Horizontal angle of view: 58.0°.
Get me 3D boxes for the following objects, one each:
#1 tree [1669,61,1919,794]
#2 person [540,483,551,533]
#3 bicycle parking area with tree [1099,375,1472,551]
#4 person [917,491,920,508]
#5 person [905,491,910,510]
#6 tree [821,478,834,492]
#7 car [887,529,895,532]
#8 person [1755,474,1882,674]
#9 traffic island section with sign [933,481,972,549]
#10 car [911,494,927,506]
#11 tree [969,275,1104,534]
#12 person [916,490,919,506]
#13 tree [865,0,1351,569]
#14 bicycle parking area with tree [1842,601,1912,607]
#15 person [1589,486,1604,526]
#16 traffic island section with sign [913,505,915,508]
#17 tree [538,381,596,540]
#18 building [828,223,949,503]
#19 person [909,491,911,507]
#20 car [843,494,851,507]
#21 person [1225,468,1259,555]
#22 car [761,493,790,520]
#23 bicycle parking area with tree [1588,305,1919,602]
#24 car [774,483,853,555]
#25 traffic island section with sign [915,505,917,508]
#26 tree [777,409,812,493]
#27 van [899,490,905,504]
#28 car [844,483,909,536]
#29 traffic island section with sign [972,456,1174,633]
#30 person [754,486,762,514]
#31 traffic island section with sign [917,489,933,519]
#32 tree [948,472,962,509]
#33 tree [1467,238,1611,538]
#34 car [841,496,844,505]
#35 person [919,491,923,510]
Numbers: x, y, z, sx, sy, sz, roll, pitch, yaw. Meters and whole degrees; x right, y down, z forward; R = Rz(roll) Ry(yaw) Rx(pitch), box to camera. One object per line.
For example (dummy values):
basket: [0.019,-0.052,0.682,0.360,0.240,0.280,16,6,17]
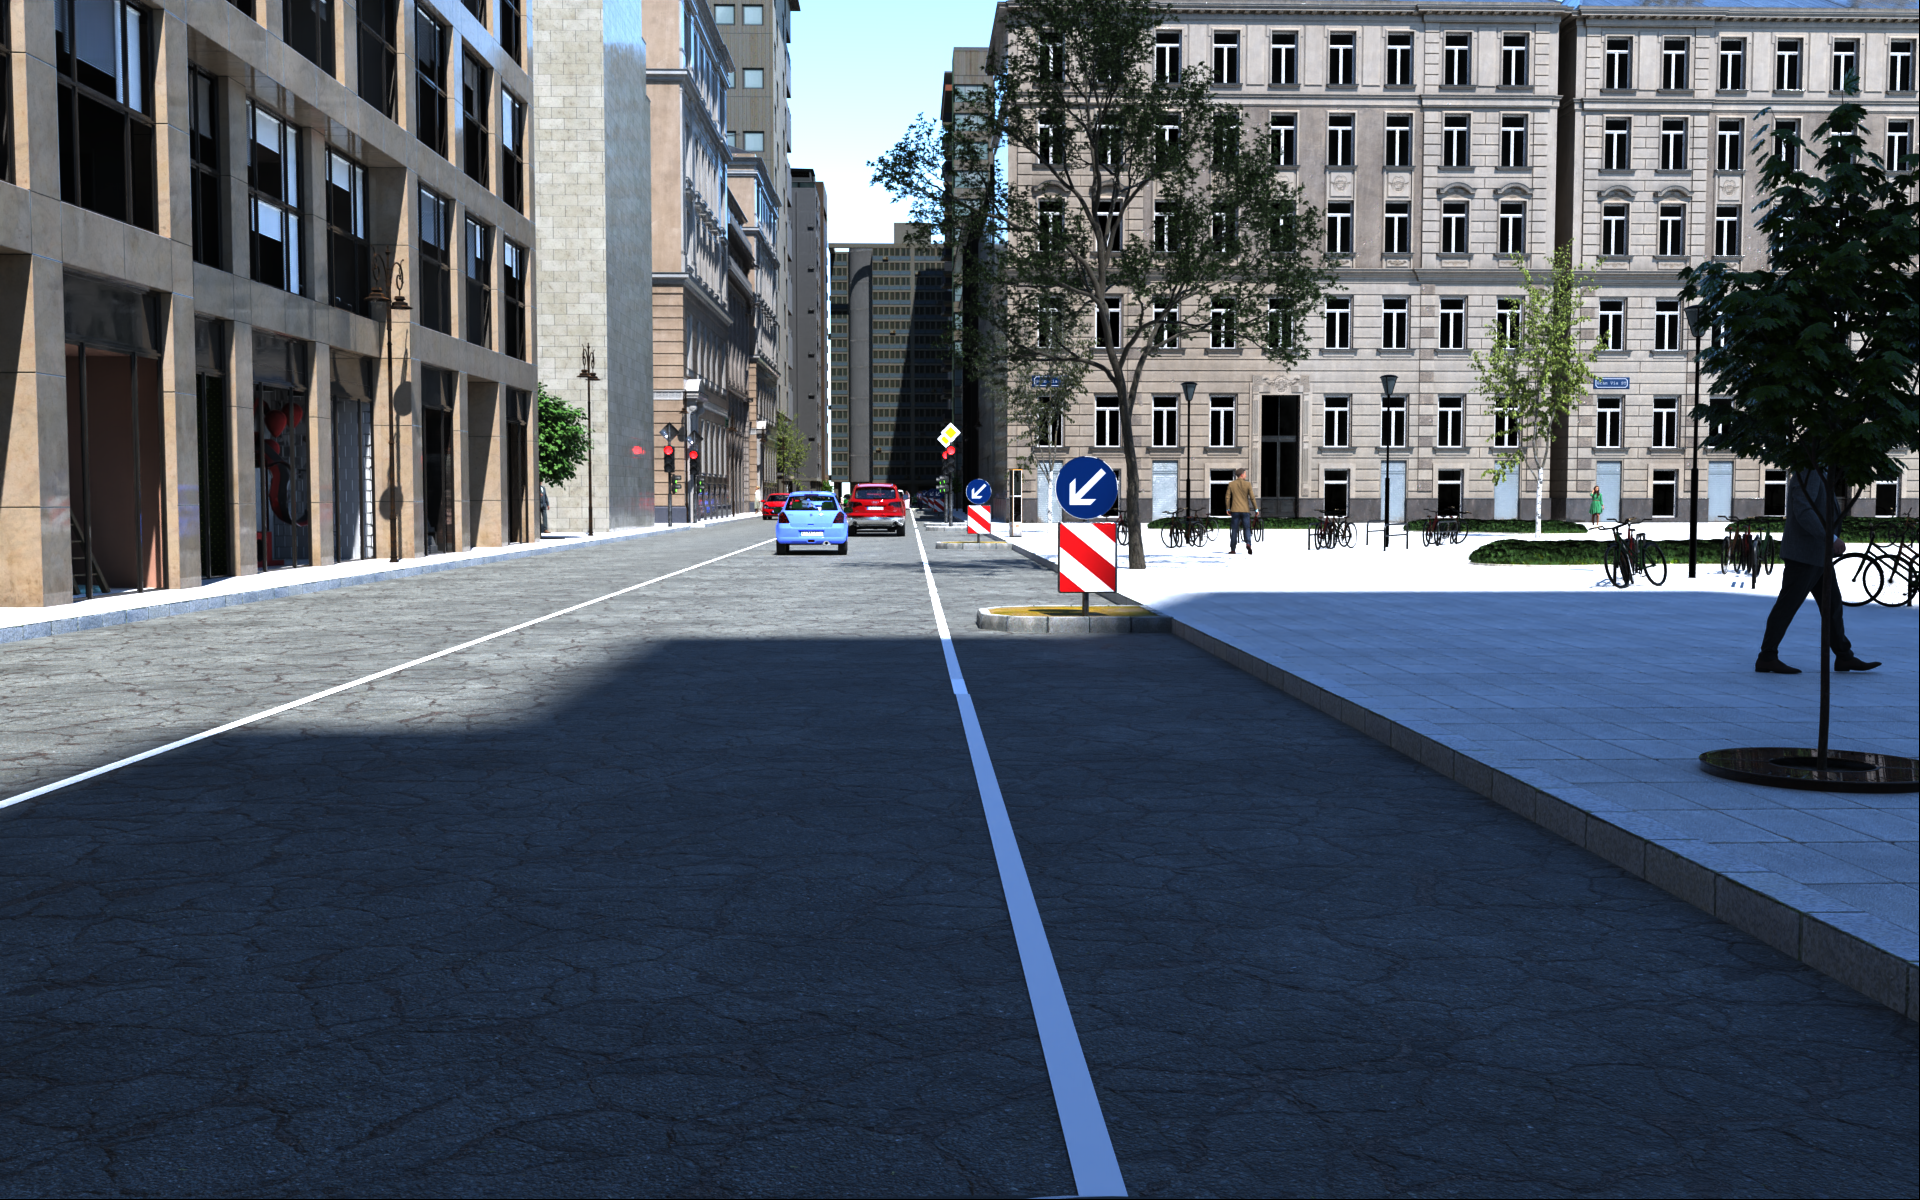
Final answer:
tree: [4.077,-0.807,7.802,1.663,3.219,1.824,0,3,0]
person: [-13.633,-3.069,56.402,0.590,1.801,0.661,3,5,42]
bicycle parking area with tree: [8.206,-3.440,43.249,8.231,4.147,9.016,3,5,44]
person: [-4.077,-10.033,173.469,0.436,1.711,0.756,1,4,19]
person: [-4.815,-9.057,157.246,0.551,1.740,0.621,0,4,-8]
tree: [-16.233,-13.402,213.725,1.663,3.219,1.824,0,3,0]
car: [-3.362,-3.292,66.397,1.945,1.354,3.894,0,4,-4]
person: [6.144,-0.361,12.337,0.834,1.777,0.661,1,4,20]
traffic island section with sign: [0.358,-2.272,45.776,1.989,1.847,2.006,0,4,-2]
car: [-5.005,-12.430,212.030,1.959,1.807,4.718,0,4,-3]
tree: [2.741,-6.455,55.903,4.360,8.622,3.978,0,3,0]
person: [-4.507,-11.140,190.504,0.599,1.838,0.709,3,5,39]
tree: [2.905,-5.825,29.648,8.767,10.594,7.601,-2,4,-26]
bicycle parking area with tree: [13.350,-1.770,15.946,9.016,4.147,8.231,1,4,19]
person: [27.295,-4.010,74.304,0.600,1.795,0.529,0,4,7]
traffic island section with sign: [-3.720,-10.352,177.883,1.989,1.847,2.006,0,4,-2]
tree: [-11.946,-4.019,49.429,4.285,4.588,4.351,0,3,0]
building: [-6.900,-34.188,250.852,23.993,40.220,32.217,0,4,-2]
person: [-5.455,-11.010,188.608,0.705,1.812,1.348,0,4,2]
car: [-12.269,-11.468,196.289,1.959,1.807,4.718,0,4,-1]
person: [6.003,-1.889,36.834,0.656,1.842,0.836,-1,4,-18]
car: [-10.061,-5.398,97.300,2.155,1.783,4.494,0,4,-1]
bicycle parking area with tree: [13.471,-2.336,25.193,8.231,4.147,9.016,3,4,38]
car: [-3.568,-1.984,42.034,1.945,1.707,3.694,0,4,-4]
traffic island section with sign: [-2.166,-7.283,127.706,1.989,1.847,2.006,0,4,-2]
tree: [-14.761,-12.127,148.646,4.737,8.622,4.395,0,3,0]
van: [-6.282,-10.074,171.724,2.013,2.044,4.112,0,4,-3]
car: [-2.920,-3.155,60.253,2.281,1.827,5.304,0,4,-2]
traffic island section with sign: [1.192,-0.624,18.834,1.989,1.847,2.006,0,4,-2]
person: [-12.905,-6.402,110.945,0.641,1.798,0.478,0,4,-2]
traffic island section with sign: [-1.350,-5.635,100.763,1.989,1.847,2.006,0,4,-2]
tree: [-0.469,-9.762,154.208,1.663,3.219,1.824,0,3,0]
tree: [16.924,-6.129,50.569,4.737,8.622,4.395,0,3,0]
car: [-14.087,-12.687,219.787,2.083,1.381,4.827,0,3,0]
person: [-3.509,-8.994,156.482,0.436,1.711,0.756,0,4,-3]
